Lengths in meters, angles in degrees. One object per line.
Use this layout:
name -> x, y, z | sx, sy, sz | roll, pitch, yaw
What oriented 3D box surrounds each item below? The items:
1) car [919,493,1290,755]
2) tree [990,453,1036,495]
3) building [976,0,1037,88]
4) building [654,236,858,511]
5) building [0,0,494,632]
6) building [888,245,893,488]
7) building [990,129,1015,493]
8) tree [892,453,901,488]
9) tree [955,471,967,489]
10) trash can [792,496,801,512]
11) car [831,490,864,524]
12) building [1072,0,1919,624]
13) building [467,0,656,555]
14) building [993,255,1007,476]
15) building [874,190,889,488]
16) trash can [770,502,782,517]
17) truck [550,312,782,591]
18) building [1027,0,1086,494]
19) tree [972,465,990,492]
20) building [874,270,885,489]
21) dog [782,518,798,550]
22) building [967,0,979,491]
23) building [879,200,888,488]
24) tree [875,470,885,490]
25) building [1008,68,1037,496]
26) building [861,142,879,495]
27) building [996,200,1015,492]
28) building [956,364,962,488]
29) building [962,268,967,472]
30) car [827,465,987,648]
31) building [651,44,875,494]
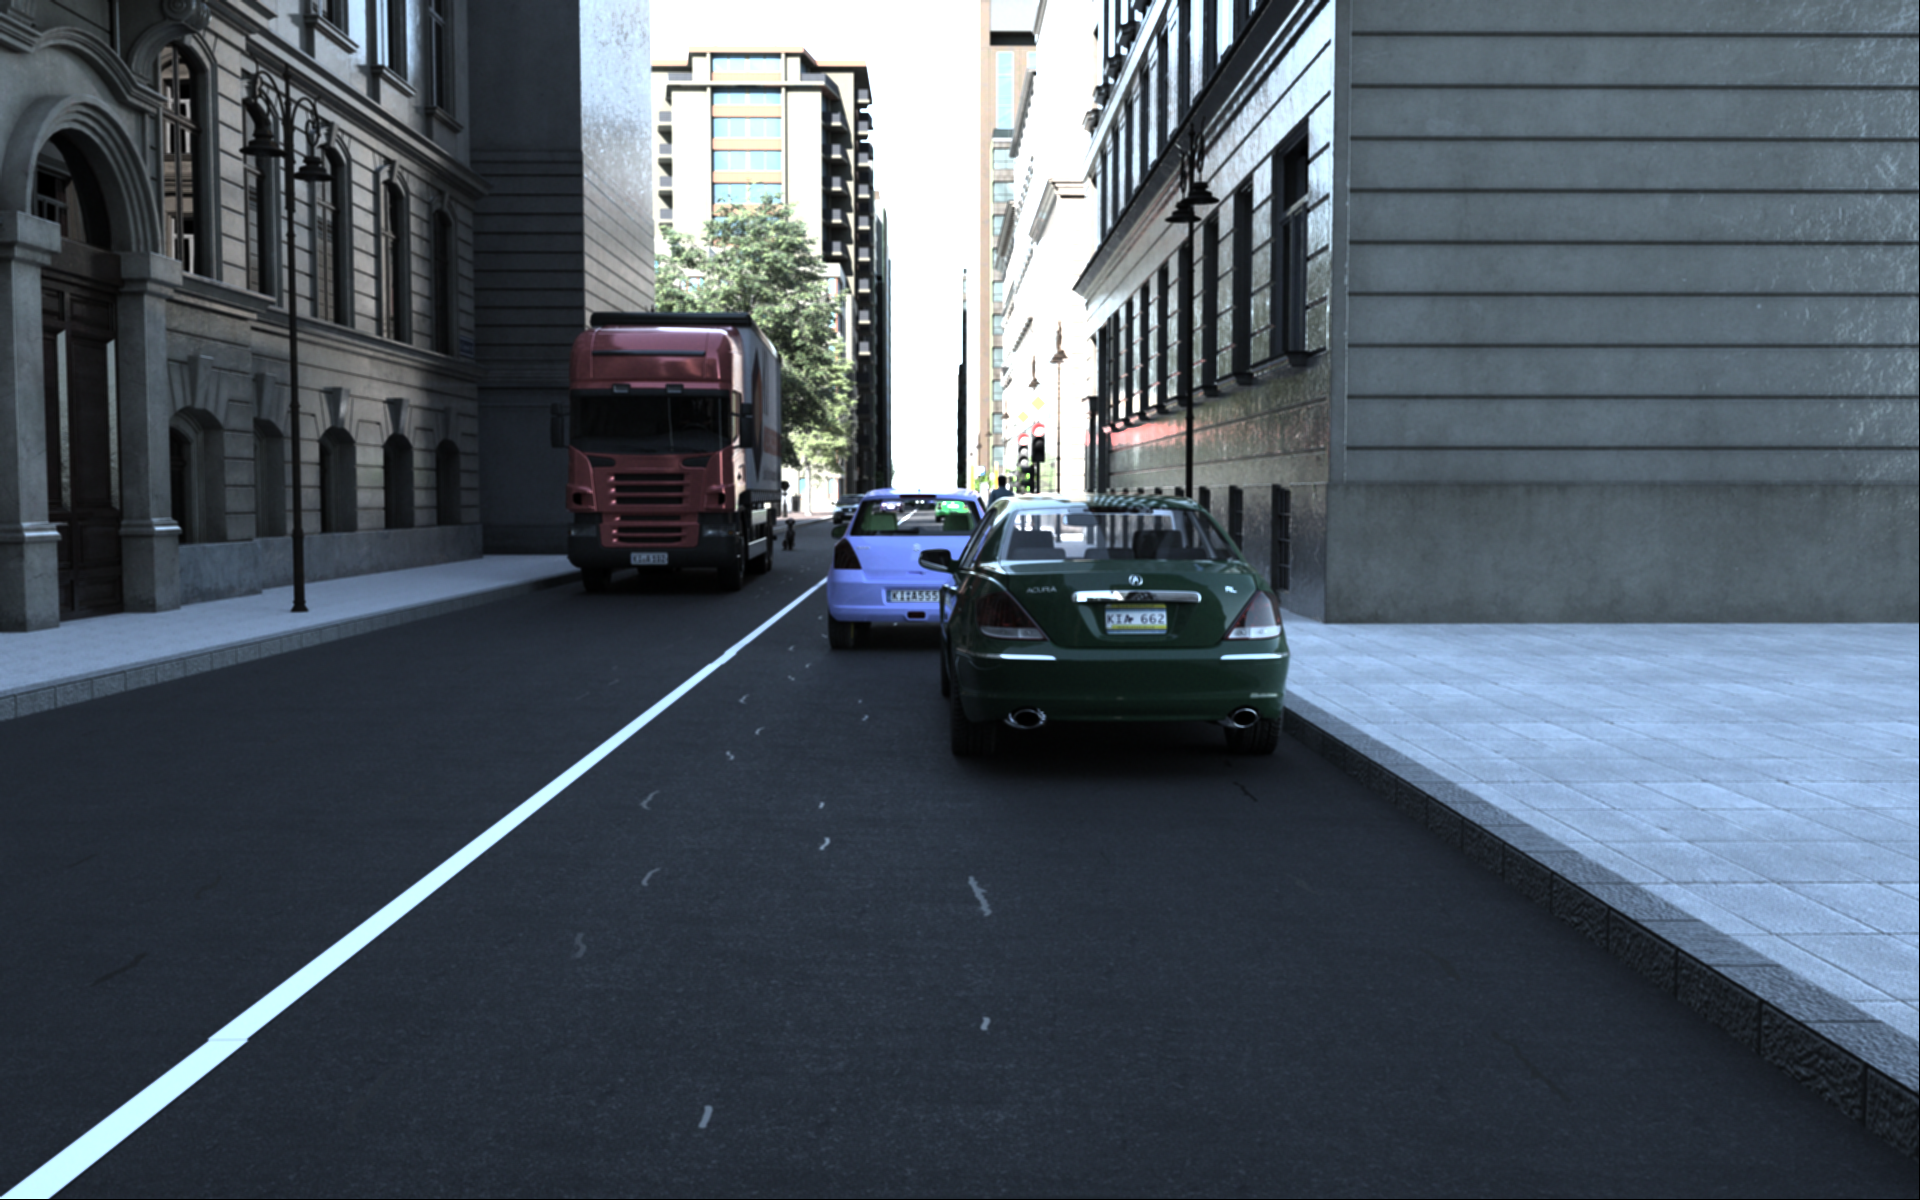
car -> 0.807, 0.051, 10.964 | 2.131, 1.459, 4.920 | 0, 4, -2
tree -> 2.417, -4.544, 68.894 | 1.663, 3.219, 1.824 | 0, 3, 0
building -> 8.438, -30.824, 154.088 | 14.600, 45.320, 14.200 | 0, 4, -1
building -> -23.001, -18.292, 144.107 | 27.650, 21.520, 28.899 | 0, 4, -1
building -> -14.455, -12.096, 16.862 | 14.460, 24.649, 34.723 | 0, 4, -1
building -> -18.041, -36.277, 276.717 | 14.154, 41.232, 14.086 | 0, 4, -1
building -> 9.415, -22.533, 140.108 | 14.160, 30.474, 14.107 | 0, 4, -1
tree -> -11.601, -20.720, 289.140 | 4.737, 8.622, 4.395 | 0, 3, 0
tree -> 0.947, -14.005, 212.687 | 4.285, 4.588, 4.351 | 0, 3, 0
trash can -> -11.559, -6.770, 122.346 | 0.748, 1.137, 0.748 | 0, 3, 0
car -> -5.186, -4.522, 83.717 | 2.009, 1.686, 4.222 | 0, 4, 0
building -> 10.675, -12.075, 30.714 | 16.112, 22.955, 30.059 | 0, 4, -1
building -> -16.785, -11.705, 40.529 | 18.267, 20.994, 9.793 | 0, 4, -1
building -> 8.413, -17.279, 118.675 | 11.583, 22.565, 21.152 | 0, 4, -1
building -> -17.826, -37.431, 262.103 | 14.600, 45.320, 14.200 | 0, 4, -1
trash can -> -10.213, -5.164, 96.082 | 0.748, 1.137, 0.748 | 0, 3, 0
truck -> -4.548, -2.454, 29.041 | 2.839, 4.237, 11.283 | 0, 4, -2
building -> 15.043, -16.062, 59.877 | 25.104, 27.353, 12.463 | 0, 4, -1
tree -> 1.527, -7.385, 115.342 | 1.663, 3.219, 1.824 | 0, 3, 0
building -> -16.816, -27.401, 219.701 | 14.160, 30.474, 14.107 | 0, 4, -1
dog -> -4.302, -1.688, 44.435 | 0.513, 0.831, 0.800 | 2, 4, 24
building -> 11.195, -38.788, 176.190 | 21.231, 58.520, 28.212 | 0, 4, -1
building -> -17.473, -33.660, 233.940 | 14.154, 41.232, 14.086 | 0, 4, -1
tree -> -10.578, -13.645, 206.816 | 4.285, 4.588, 4.351 | 0, 3, 0
building -> 7.484, -14.106, 79.786 | 9.793, 20.994, 18.267 | 0, 4, -1
building -> -16.859, -31.299, 195.335 | 14.154, 41.232, 14.086 | 0, 4, -1
building -> 7.621, -14.310, 98.588 | 10.561, 19.102, 19.286 | 0, 4, -1
building -> 13.472, -24.403, 244.021 | 27.650, 21.520, 28.899 | 0, 4, -1
building -> 7.200, -27.518, 221.619 | 14.160, 30.474, 14.107 | 0, 4, -1
car -> -0.358, -0.477, 17.387 | 1.945, 1.707, 3.694 | 0, 4, 1
building -> -19.815, -31.665, 172.349 | 22.147, 44.769, 28.867 | 0, 4, -1
